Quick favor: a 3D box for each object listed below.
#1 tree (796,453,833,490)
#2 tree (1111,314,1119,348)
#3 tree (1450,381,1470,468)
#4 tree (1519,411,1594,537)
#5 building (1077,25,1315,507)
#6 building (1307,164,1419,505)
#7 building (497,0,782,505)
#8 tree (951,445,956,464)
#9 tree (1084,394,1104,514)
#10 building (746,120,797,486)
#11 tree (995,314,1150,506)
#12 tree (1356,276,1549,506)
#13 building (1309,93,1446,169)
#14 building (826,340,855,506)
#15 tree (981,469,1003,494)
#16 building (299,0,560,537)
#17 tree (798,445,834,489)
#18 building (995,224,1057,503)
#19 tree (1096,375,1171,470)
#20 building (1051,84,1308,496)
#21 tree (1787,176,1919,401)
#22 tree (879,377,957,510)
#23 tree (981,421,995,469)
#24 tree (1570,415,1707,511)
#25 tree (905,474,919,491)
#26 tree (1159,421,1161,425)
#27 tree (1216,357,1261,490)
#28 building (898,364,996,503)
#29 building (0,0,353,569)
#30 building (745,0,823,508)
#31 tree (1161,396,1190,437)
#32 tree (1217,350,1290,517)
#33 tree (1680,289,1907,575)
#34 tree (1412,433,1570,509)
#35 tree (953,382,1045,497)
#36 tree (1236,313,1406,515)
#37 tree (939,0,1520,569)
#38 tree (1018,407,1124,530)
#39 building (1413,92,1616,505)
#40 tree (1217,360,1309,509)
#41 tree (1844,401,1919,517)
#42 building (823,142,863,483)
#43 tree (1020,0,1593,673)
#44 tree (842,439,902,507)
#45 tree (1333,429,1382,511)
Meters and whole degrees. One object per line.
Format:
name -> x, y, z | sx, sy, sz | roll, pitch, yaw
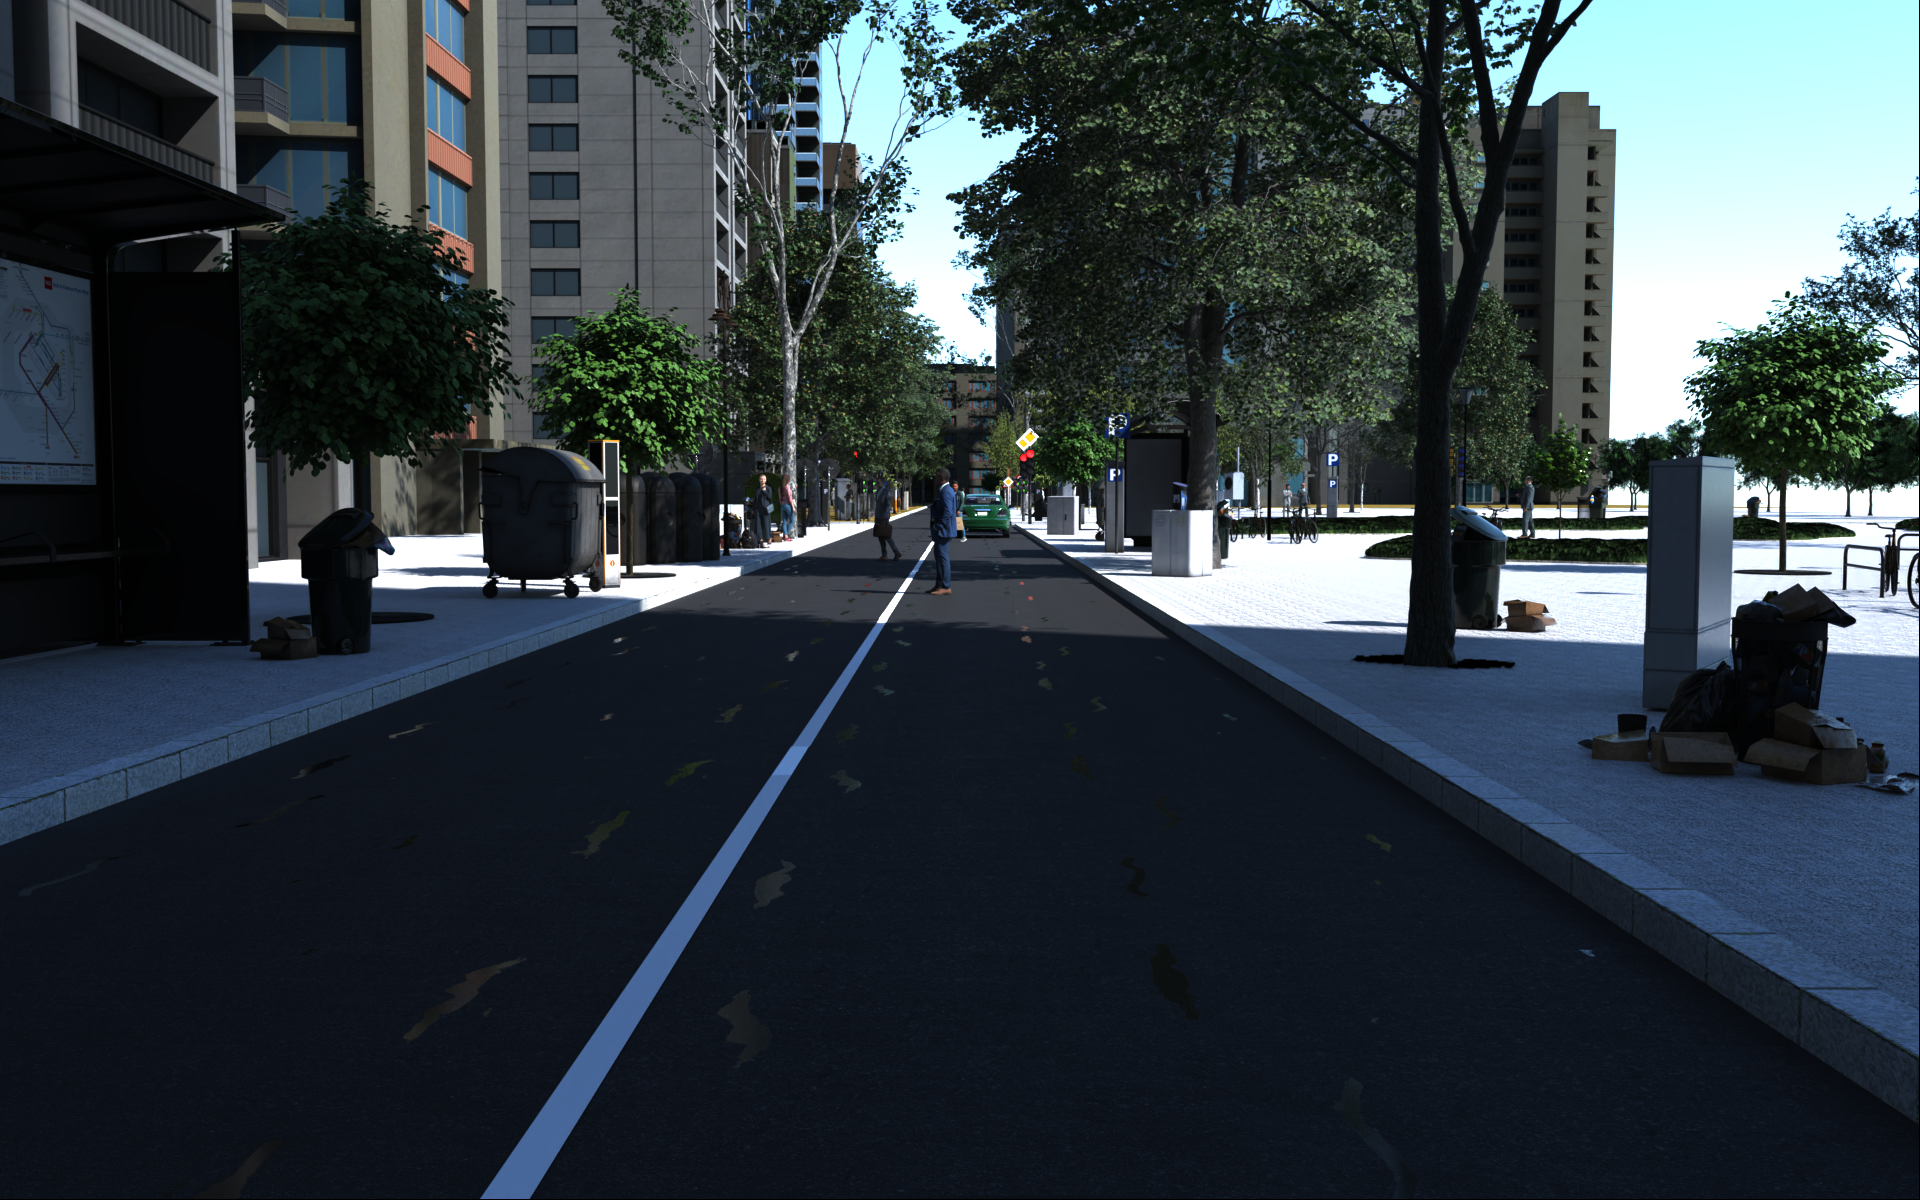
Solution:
tree -> -10.918, -8.834, 128.157 | 4.285, 4.588, 4.351 | 0, 3, 0
tree -> 5.566, -16.111, 119.309 | 12.611, 20.169, 13.585 | 0, 3, 0
tree -> 29.946, -9.604, 107.381 | 4.737, 8.622, 4.395 | 0, 3, 0
tree -> 13.984, -2.820, 40.702 | 1.663, 3.219, 1.824 | 0, 3, 0
building -> 23.829, -34.349, 181.217 | 23.786, 49.044, 30.456 | 0, 4, 0
building -> 50.393, -32.613, 216.820 | 14.086, 41.232, 14.154 | 0, 4, 0
building -> -21.888, -40.921, 107.312 | 20.563, 71.187, 20.611 | 0, 4, 0
tree -> -5.601, -14.502, 154.119 | 9.611, 12.733, 9.660 | 0, 3, 0
tree -> 8.135, -9.699, 108.944 | 4.360, 8.622, 3.978 | 0, 3, 0
building -> -20.334, -22.151, 133.863 | 14.160, 30.474, 14.107 | 0, 4, 0
tree -> 4.349, -7.187, 67.866 | 4.737, 8.622, 4.395 | 0, 3, 0
tree -> 25.923, -10.558, 89.626 | 9.611, 12.733, 9.660 | 0, 3, 0
building -> 57.716, -43.752, 257.336 | 28.212, 58.520, 21.231 | 0, 4, 0
building -> -19.341, -25.867, 194.633 | 14.160, 30.474, 14.107 | 0, 4, 0
tree -> 4.115, -14.751, 224.892 | 4.285, 4.588, 4.351 | 0, 3, 0
building -> -29.026, -24.589, 56.651 | 28.867, 44.769, 22.147 | 0, 4, 0
tree -> -9.397, -9.793, 110.471 | 4.360, 8.622, 3.978 | 0, 3, 0
building -> 12.275, -34.925, 254.623 | 14.086, 41.232, 14.154 | 0, 4, 0
tree -> 12.726, -12.272, 135.052 | 8.767, 10.594, 7.601 | 1, 4, 11
building -> 25.785, -37.968, 210.020 | 28.713, 52.752, 27.495 | 0, 4, 0
tree -> 23.656, -6.498, 40.648 | 8.767, 10.594, 7.601 | 0, 4, -1
tree -> -4.556, -12.351, 136.347 | 8.767, 10.594, 7.601 | 0, 4, -7
tree -> 4.423, -11.929, 145.404 | 4.737, 8.622, 4.395 | 0, 3, 0
tree -> 55.345, -9.813, 123.345 | 20.602, 7.101, 11.467 | 2, 4, 27
tree -> -5.218, -14.419, 186.104 | 4.360, 8.622, 3.978 | 0, 3, 0
tree -> 16.434, -10.837, 127.551 | 4.360, 8.622, 3.978 | 0, 3, 0
tree -> 14.127, -8.804, 94.314 | 4.737, 8.622, 4.395 | 0, 3, 0
building -> -9.198, -25.500, 261.968 | 28.899, 21.520, 27.650 | 0, 4, 0
building -> -22.329, -36.069, 27.986 | 20.563, 71.187, 20.611 | 0, 4, 0
building -> -23.709, -52.458, 170.365 | 22.319, 86.520, 31.000 | 0, 4, 0
tree -> 15.882, -10.249, 117.936 | 4.360, 8.622, 3.978 | 0, 3, 0
tree -> 14.505, -8.249, 85.235 | 4.360, 8.622, 3.978 | 0, 3, 0
tree -> 13.393, -2.702, 27.895 | 4.285, 4.588, 4.351 | 0, 3, 0
tree -> 48.834, -11.197, 145.977 | 20.602, 7.101, 11.467 | 1, 4, 10
tree -> 4.467, -17.021, 188.658 | 12.009, 13.543, 11.850 | 0, 3, 0
tree -> 21.614, -11.874, 104.510 | 12.009, 13.543, 11.850 | 0, 3, 0
tree -> 4.289, -7.509, 29.435 | 9.857, 13.997, 8.962 | 0, 3, 0
tree -> 4.294, -4.769, 61.680 | 4.285, 4.588, 4.351 | 0, 3, 0
building -> 68.226, -36.061, 213.305 | 21.600, 48.544, 21.300 | 0, 4, 0
tree -> 25.092, -14.023, 146.284 | 9.611, 12.733, 9.660 | 0, 3, 0
tree -> 52.040, -8.109, 95.488 | 11.467, 7.101, 20.602 | 0, 4, -4
building -> -19.630, -34.660, 216.798 | 14.200, 45.320, 14.600 | 0, 4, 0
tree -> 3.718, -5.320, 12.731 | 9.928, 11.665, 9.643 | 0, 3, 0
tree -> -5.117, -9.491, 105.541 | 4.737, 8.622, 4.395 | 0, 3, 0
tree -> 31.104, -11.256, 134.402 | 4.360, 8.622, 3.978 | 0, 3, 0
